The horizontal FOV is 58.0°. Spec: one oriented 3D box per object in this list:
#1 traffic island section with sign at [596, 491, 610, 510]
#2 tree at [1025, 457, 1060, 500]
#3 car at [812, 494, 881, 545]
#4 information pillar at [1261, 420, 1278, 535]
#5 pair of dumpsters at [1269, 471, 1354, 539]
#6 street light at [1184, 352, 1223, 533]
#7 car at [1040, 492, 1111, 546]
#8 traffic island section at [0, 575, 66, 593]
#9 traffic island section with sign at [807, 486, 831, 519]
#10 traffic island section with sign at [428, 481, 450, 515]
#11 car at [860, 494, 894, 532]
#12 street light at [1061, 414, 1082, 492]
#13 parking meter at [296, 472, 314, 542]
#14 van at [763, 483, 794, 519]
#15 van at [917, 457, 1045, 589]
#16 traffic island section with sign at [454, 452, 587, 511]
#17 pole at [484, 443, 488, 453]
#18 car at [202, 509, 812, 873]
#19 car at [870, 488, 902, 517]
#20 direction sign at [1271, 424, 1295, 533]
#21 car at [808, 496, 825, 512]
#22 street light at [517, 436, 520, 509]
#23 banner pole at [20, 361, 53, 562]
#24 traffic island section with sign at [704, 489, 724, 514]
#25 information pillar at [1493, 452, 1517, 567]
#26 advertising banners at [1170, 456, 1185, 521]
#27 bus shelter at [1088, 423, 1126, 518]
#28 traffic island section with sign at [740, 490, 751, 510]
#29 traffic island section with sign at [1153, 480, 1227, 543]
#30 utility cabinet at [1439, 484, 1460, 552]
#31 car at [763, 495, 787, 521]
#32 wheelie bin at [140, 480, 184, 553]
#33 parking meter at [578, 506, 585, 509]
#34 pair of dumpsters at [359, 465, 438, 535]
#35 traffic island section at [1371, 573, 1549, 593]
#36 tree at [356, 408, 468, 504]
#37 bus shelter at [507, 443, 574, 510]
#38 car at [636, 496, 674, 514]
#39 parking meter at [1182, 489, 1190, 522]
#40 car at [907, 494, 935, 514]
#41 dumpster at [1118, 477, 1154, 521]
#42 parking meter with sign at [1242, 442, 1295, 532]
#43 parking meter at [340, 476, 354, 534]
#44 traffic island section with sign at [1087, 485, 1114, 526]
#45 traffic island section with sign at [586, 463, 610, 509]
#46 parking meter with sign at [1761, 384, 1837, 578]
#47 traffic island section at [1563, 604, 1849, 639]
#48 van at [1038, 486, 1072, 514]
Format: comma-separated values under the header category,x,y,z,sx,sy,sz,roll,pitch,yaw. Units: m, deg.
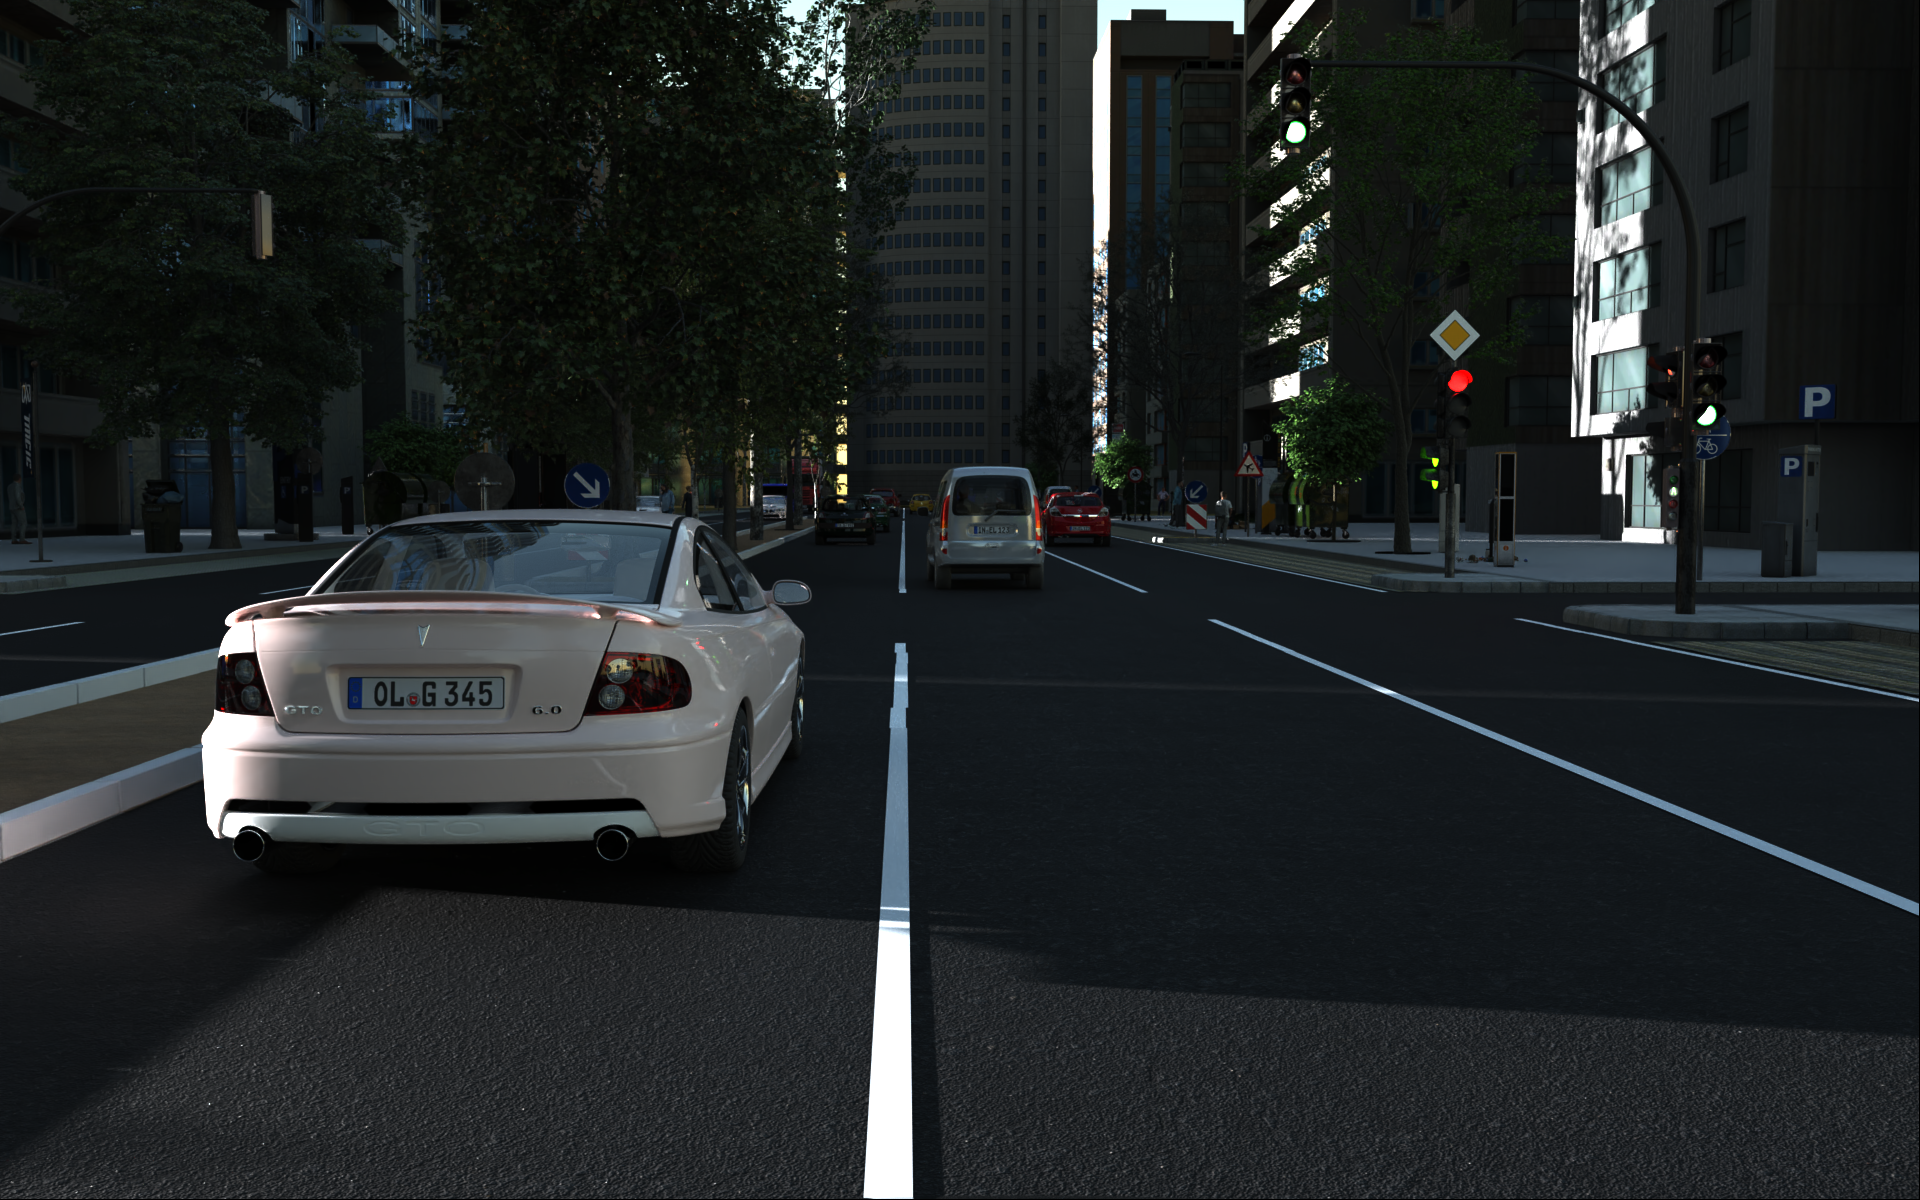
category,x,y,z,sx,sy,sz,roll,pitch,yaw
traffic island section with sign,-16.163,-4.264,78.336,1.989,1.847,2.006,0,4,-2
tree,6.915,-9.898,145.550,4.285,4.588,4.351,0,3,0
car,-3.312,-2.486,50.425,2.009,1.686,4.222,0,4,-2
information pillar,9.805,-3.885,54.873,0.504,3.616,0.183,1,4,14
pair of dumpsters,10.409,-2.990,51.379,1.574,2.255,4.437,0,4,-2
street light,8.029,-5.156,56.835,1.470,5.913,1.316,0,4,-2
car,3.217,-2.434,48.844,2.155,1.783,4.494,0,4,0
traffic island section,-14.799,-0.219,25.860,2.009,0.180,2.903,0,4,-2
traffic island section with sign,-7.854,-5.675,100.915,2.006,1.907,1.989,0,4,-2
traffic island section with sign,-15.269,-2.559,50.461,1.989,1.847,2.006,0,4,-2
car,-3.591,-3.327,66.188,2.131,1.459,4.920,0,4,-2
street light,6.554,-7.862,101.088,1.470,5.913,1.316,0,4,-2
parking meter,-17.619,-2.499,46.567,0.399,1.863,0.255,-1,4,-16
van,-10.432,-5.741,98.241,2.240,2.365,5.245,0,4,-2
van,0.349,-1.253,27.502,2.013,2.044,4.112,0,4,-4
traffic island section with sign,-5.200,-0.628,18.412,2.006,1.907,1.989,0,4,-2
pole,-18.943,-4.610,69.219,0.158,3.312,0.155,0,3,0
car,-1.760,0.271,7.939,2.083,1.381,4.827,0,4,-1
car,-4.885,-6.225,110.459,2.281,1.827,5.304,0,4,0
direction sign,10.542,-3.940,56.417,0.876,3.537,0.379,2,4,31
car,-11.556,-8.170,142.374,1.959,1.807,4.718,0,4,-2
street light,-17.716,-6.054,71.518,1.470,5.913,1.316,0,4,-2
banner pole,-17.569,-2.617,32.801,0.863,3.779,0.401,3,4,38
traffic island section with sign,-17.745,-7.275,127.577,1.989,1.847,2.006,0,4,-2
information pillar,9.560,-1.584,30.391,0.304,2.012,0.304,0,4,5
advertising banners,10.053,-5.120,79.894,0.090,3.025,2.074,2,4,24
bus shelter,8.295,-7.210,95.508,2.179,5.291,8.768,0,4,-2
traffic island section with sign,-18.616,-8.934,154.705,1.989,1.847,2.006,0,4,-2
traffic island section with sign,6.744,-2.601,51.157,1.989,1.847,2.006,0,4,-2
utility cabinet,10.777,-1.804,38.177,0.318,1.500,1.173,1,4,23
car,-10.020,-4.912,92.675,2.083,1.381,4.827,0,4,-1
wheelie bin,-17.395,-1.827,37.784,0.980,1.594,0.693,0,4,4
parking meter,-18.708,-4.726,85.678,0.372,1.533,0.369,0,3,0
pair of dumpsters,-17.913,-3.247,55.581,1.574,2.255,4.437,0,4,-2
traffic island section,7.531,-0.262,26.570,2.009,0.180,2.903,0,4,-2
tree,-21.375,-5.067,66.552,4.285,4.588,4.351,0,3,0
bus shelter,-18.713,-5.277,77.557,1.731,3.624,6.357,0,4,-2
car,-13.305,-3.742,73.550,2.083,1.381,4.827,0,4,0
parking meter,9.952,-4.153,76.308,0.372,1.533,0.369,0,3,0
car,-2.767,-6.966,124.114,2.015,1.641,3.980,0,4,-1
dumpster,8.388,-4.899,82.600,1.502,2.255,1.985,0,4,-2
parking meter with sign,10.433,-3.800,58.383,1.738,3.016,0.543,-1,4,-9
parking meter,-19.496,-3.018,55.054,0.399,1.863,0.255,-1,4,-21
traffic island section with sign,5.875,-4.249,78.098,1.989,1.847,2.006,0,4,-2
traffic island section with sign,-5.429,-1.081,25.816,2.006,1.907,1.989,0,4,-2
parking meter with sign,13.108,-1.888,27.127,0.543,3.016,1.738,3,5,45
traffic island section,7.788,0.226,18.589,2.009,0.180,2.903,0,4,-2
van,5.177,-5.218,92.320,2.013,2.044,4.112,0,4,-1
